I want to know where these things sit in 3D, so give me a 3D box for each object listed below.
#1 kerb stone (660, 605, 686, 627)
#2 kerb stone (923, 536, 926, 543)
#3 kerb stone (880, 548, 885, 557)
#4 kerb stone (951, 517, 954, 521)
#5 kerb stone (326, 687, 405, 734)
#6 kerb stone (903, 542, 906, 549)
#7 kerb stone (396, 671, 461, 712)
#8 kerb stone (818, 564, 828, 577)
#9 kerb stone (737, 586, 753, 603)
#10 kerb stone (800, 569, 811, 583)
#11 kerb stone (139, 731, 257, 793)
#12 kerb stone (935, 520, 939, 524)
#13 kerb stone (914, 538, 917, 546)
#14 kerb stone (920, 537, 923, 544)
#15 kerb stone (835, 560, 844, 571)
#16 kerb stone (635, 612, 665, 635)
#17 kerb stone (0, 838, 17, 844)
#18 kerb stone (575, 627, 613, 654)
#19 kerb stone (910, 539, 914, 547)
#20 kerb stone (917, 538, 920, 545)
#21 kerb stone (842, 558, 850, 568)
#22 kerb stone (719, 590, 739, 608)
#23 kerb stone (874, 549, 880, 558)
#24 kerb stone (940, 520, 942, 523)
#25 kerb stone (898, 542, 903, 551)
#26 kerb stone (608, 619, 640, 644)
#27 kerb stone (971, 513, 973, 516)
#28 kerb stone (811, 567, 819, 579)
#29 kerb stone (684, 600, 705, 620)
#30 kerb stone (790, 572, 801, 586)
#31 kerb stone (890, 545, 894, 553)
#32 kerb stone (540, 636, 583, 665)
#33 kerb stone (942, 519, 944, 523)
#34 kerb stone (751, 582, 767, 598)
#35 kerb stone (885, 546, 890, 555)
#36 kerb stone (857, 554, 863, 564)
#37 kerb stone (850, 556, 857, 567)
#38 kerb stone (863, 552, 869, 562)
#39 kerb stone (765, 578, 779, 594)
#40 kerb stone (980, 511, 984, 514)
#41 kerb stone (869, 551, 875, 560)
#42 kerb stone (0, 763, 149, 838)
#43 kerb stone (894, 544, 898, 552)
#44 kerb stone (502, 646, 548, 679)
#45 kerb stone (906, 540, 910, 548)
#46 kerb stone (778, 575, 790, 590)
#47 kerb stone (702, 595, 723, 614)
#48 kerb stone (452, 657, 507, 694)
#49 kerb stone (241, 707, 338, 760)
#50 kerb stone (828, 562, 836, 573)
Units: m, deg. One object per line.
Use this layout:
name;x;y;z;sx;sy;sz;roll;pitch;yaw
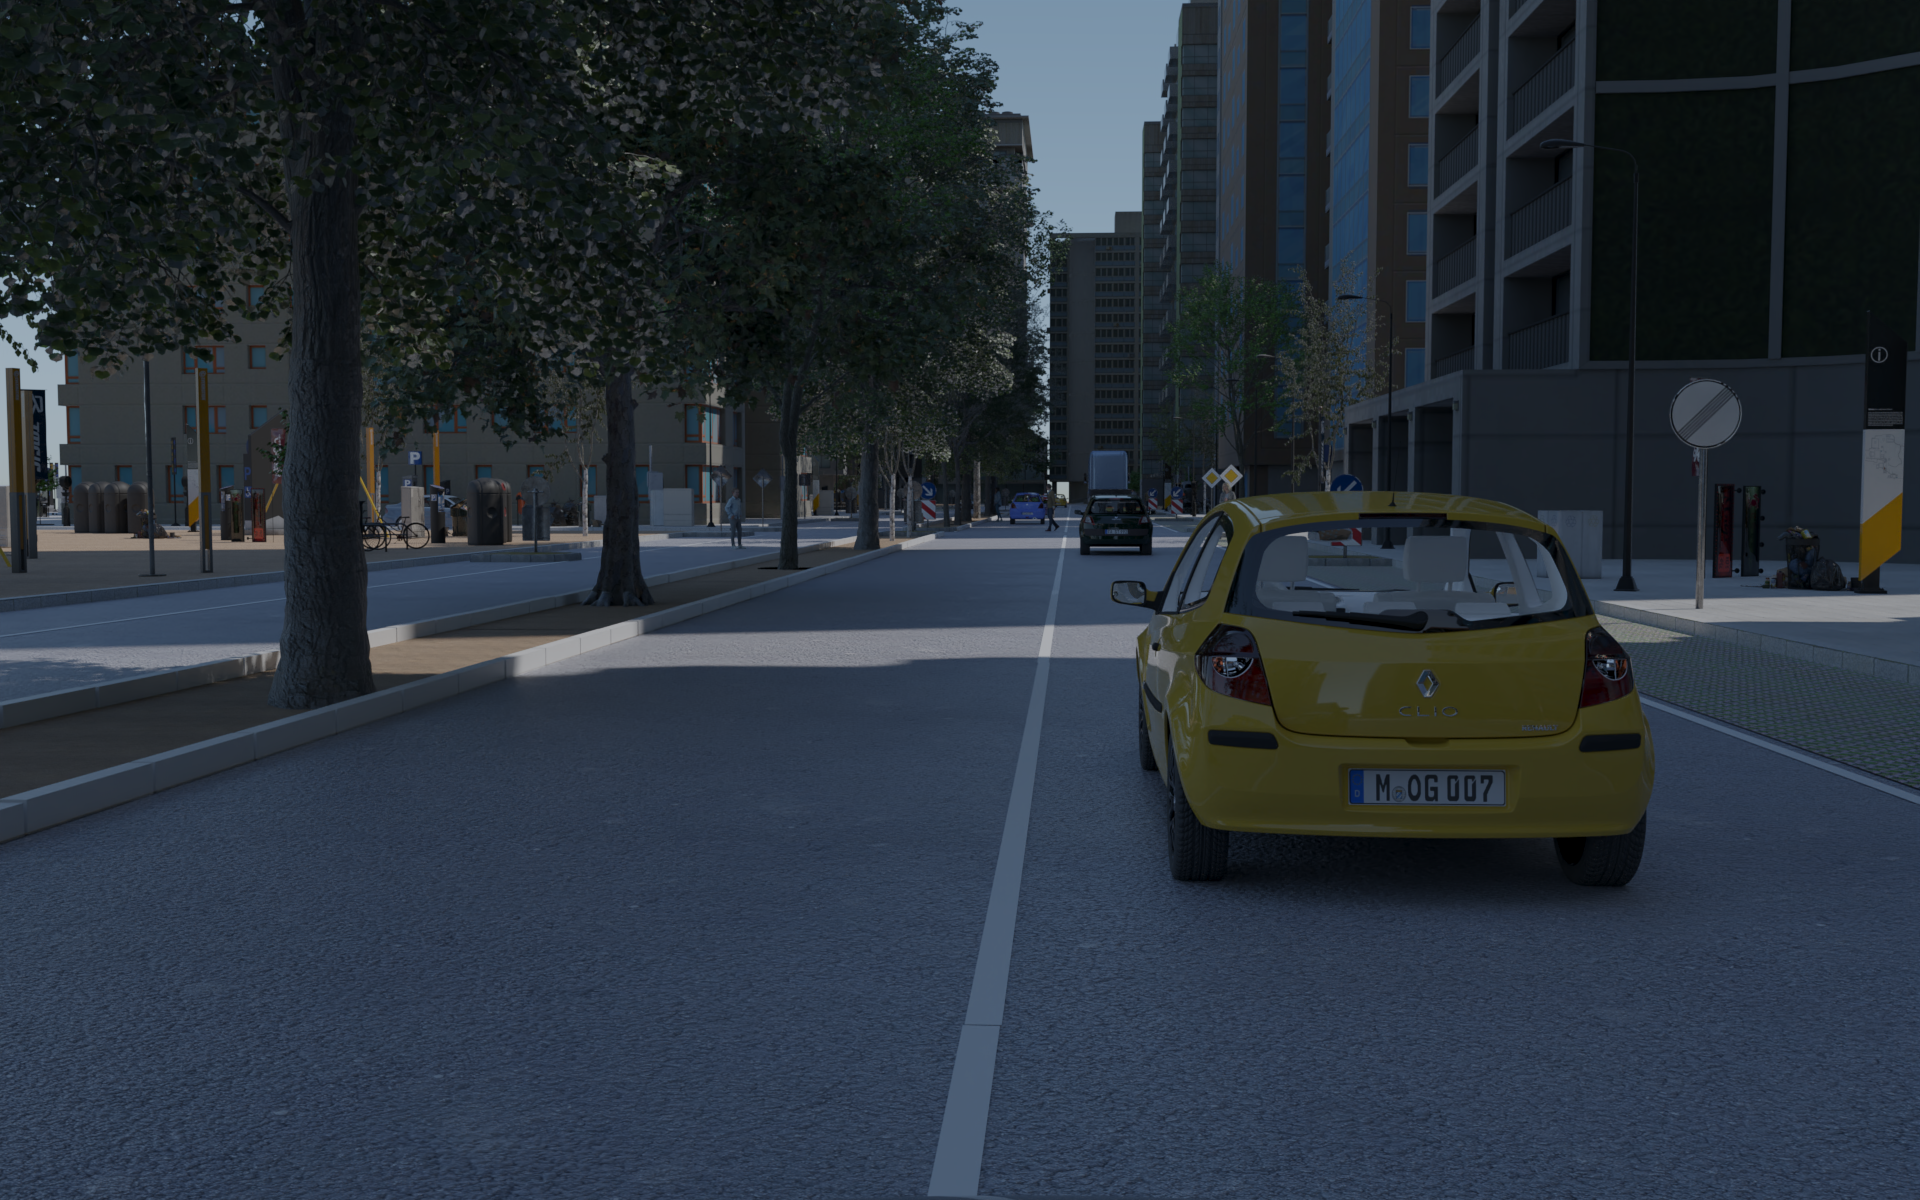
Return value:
kerb stone;-3.210;0.193;19.033;0.120;0.150;1.000;0;4;4
kerb stone;-1.161;-1.746;50.745;0.120;0.150;1.000;0;4;4
kerb stone;-1.891;-1.055;39.496;0.120;0.150;1.000;0;4;4
kerb stone;-0.362;-4.476;95.480;0.120;0.150;1.000;0;4;4
kerb stone;-3.745;0.694;10.841;0.120;0.150;1.000;0;4;4
kerb stone;-1.553;-1.366;44.603;0.120;0.150;1.000;0;4;4
kerb stone;-3.677;0.632;11.869;0.120;0.150;1.000;0;4;4
kerb stone;-2.489;-0.494;30.280;0.120;0.150;1.000;0;4;4
kerb stone;-2.951;-0.057;23.122;0.120;0.150;1.000;0;4;4
kerb stone;-2.611;-0.370;28.240;0.120;0.150;1.000;0;4;4
kerb stone;-3.881;0.819;8.798;0.120;0.150;1.000;0;4;4
kerb stone;-1.229;-3.666;82.129;0.120;0.150;1.000;0;4;4
kerb stone;-1.358;-1.558;47.663;0.120;0.150;1.000;0;4;4
kerb stone;-1.226;-1.681;49.716;0.120;0.150;1.000;0;4;4
kerb stone;-2.346;-0.620;32.328;0.120;0.150;1.000;0;4;4
kerb stone;-3.277;0.256;18.013;0.120;0.150;1.000;0;4;4
kerb stone;-4.010;0.954;6.755;0.120;0.150;1.000;0;4;4
kerb stone;-3.411;0.382;15.953;0.120;0.150;1.000;0;4;4
kerb stone;-1.424;-1.493;46.643;0.120;0.150;1.000;0;4;4
kerb stone;-1.293;-1.620;48.690;0.120;0.150;1.000;0;4;4
kerb stone;-2.288;-0.682;33.349;0.120;0.150;1.000;0;4;4
kerb stone;-3.015;0.006;22.102;0.120;0.150;1.000;0;4;4
kerb stone;-1.954;-0.996;38.474;0.120;0.150;1.000;0;4;4
kerb stone;-1.090;-3.791;84.180;0.120;0.150;1.000;0;4;4
kerb stone;-1.613;-1.308;43.583;0.120;0.150;1.000;0;4;4
kerb stone;-3.346;0.322;16.980;0.120;0.150;1.000;0;4;4
kerb stone;0.971;-5.731;115.927;0.120;0.150;1.000;0;4;4
kerb stone;-2.550;-0.432;29.260;0.120;0.150;1.000;0;4;4
kerb stone;-3.151;0.131;20.053;0.120;0.150;1.000;0;4;4
kerb stone;-2.674;-0.307;27.220;0.120;0.150;1.000;0;4;4
kerb stone;-1.759;-1.178;41.543;0.120;0.150;1.000;0;4;4
kerb stone;-3.476;0.444;14.933;0.120;0.150;1.000;0;4;4
kerb stone;-1.027;-3.854;85.211;0.120;0.150;1.000;0;4;4
kerb stone;-2.880;-0.120;24.152;0.120;0.150;1.000;0;4;4
kerb stone;-1.815;-1.121;40.519;0.120;0.150;1.000;0;4;4
kerb stone;-2.148;-0.800;35.401;0.120;0.150;1.000;0;4;4
kerb stone;-2.218;-0.744;34.375;0.120;0.150;1.000;0;4;4
kerb stone;-2.085;-0.866;36.426;0.120;0.150;1.000;0;4;4
kerb stone;-2.811;-0.182;25.175;0.120;0.150;1.000;0;4;4
kerb stone;1.764;-6.484;128.208;0.120;0.150;1.000;0;4;4
kerb stone;-2.013;-0.931;37.447;0.120;0.150;1.000;0;4;4
kerb stone;-3.944;0.882;7.774;0.120;0.150;1.000;0;4;4
kerb stone;-1.684;-1.246;42.563;0.120;0.150;1.000;0;4;4
kerb stone;-3.541;0.507;13.913;0.120;0.150;1.000;0;4;4
kerb stone;-1.496;-1.433;45.624;0.120;0.150;1.000;0;4;4
kerb stone;-2.752;-0.245;26.195;0.120;0.150;1.000;0;4;4
kerb stone;-3.079;0.069;21.072;0.120;0.150;1.000;0;4;4
kerb stone;-3.611;0.569;12.893;0.120;0.150;1.000;0;4;4
kerb stone;-3.812;0.757;9.821;0.120;0.150;1.000;0;4;4
kerb stone;-2.411;-0.557;31.304;0.120;0.150;1.000;0;4;4
